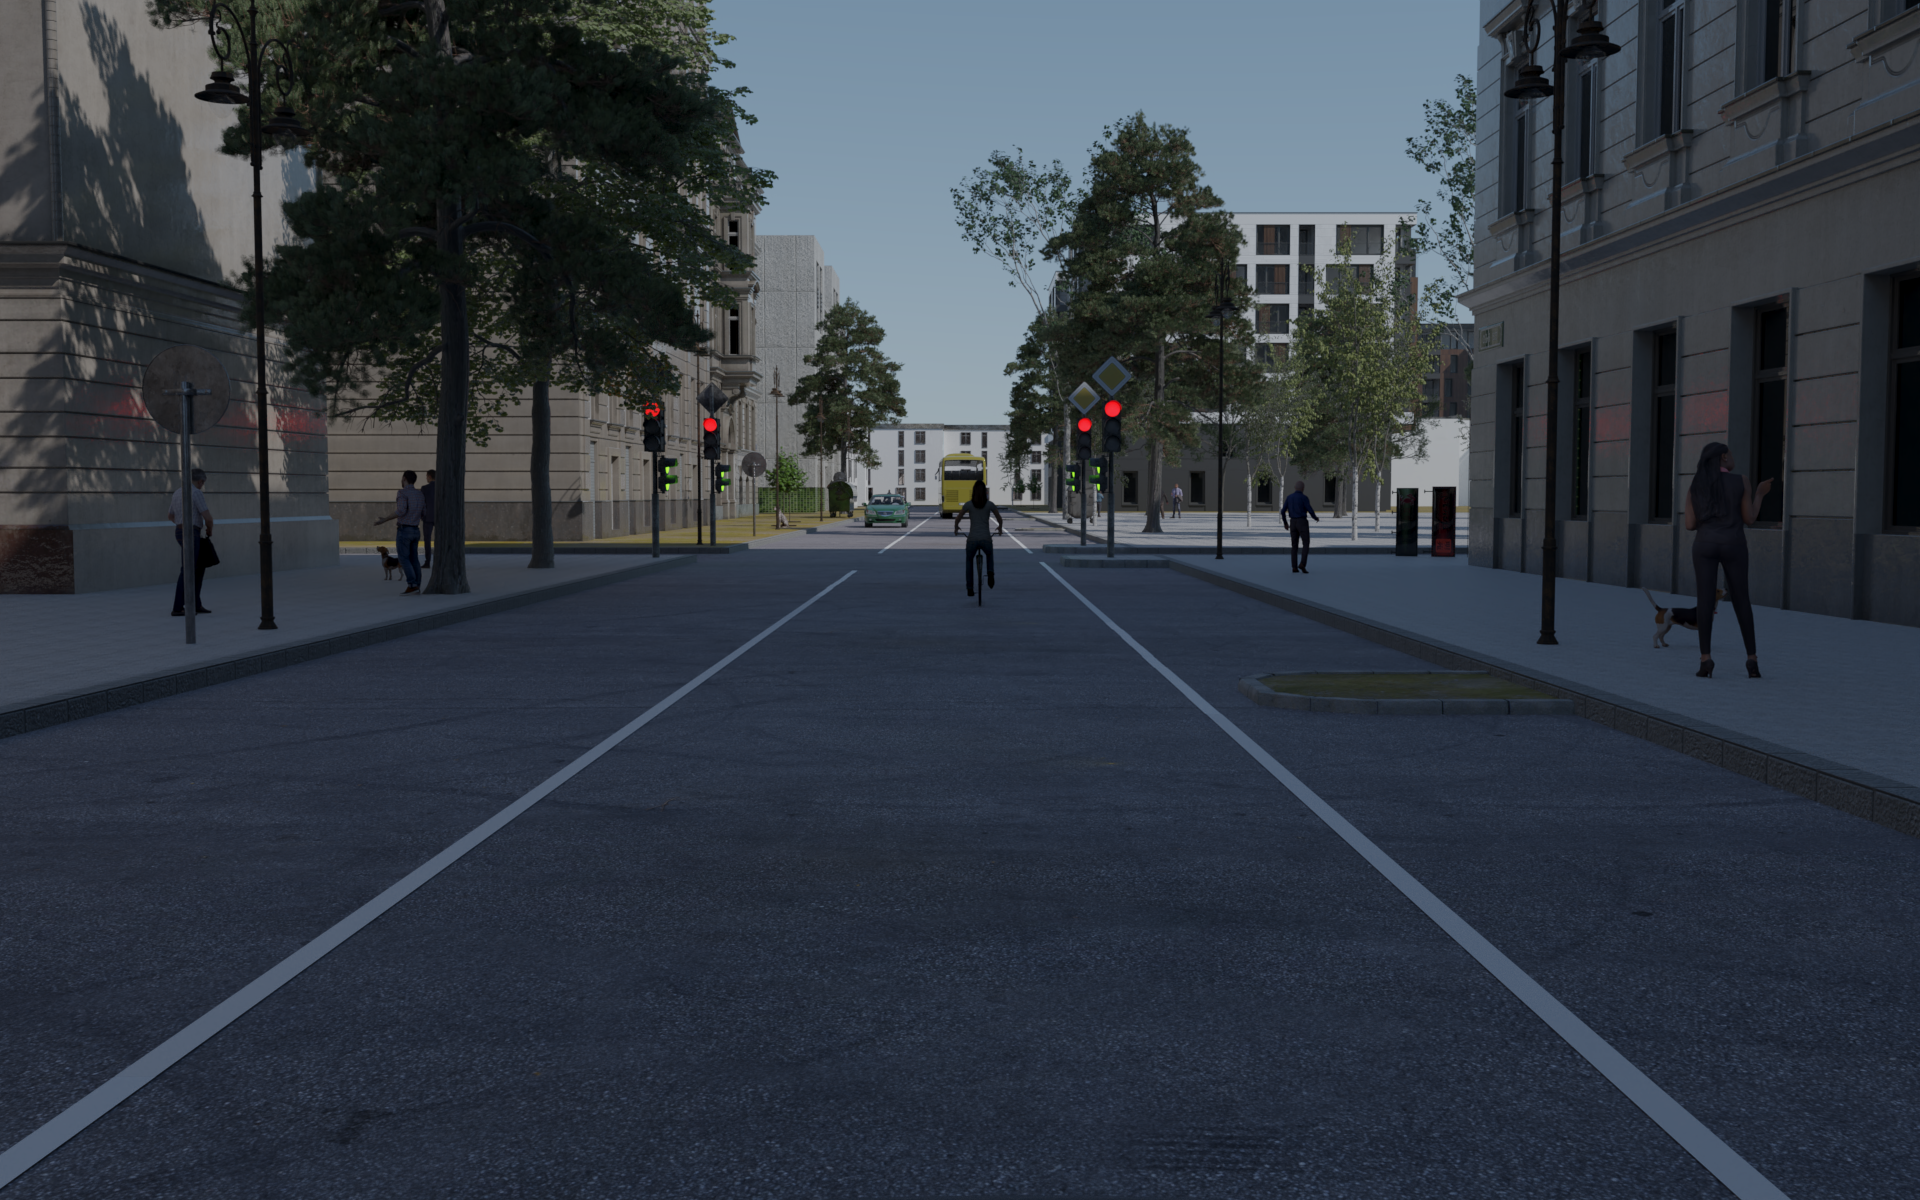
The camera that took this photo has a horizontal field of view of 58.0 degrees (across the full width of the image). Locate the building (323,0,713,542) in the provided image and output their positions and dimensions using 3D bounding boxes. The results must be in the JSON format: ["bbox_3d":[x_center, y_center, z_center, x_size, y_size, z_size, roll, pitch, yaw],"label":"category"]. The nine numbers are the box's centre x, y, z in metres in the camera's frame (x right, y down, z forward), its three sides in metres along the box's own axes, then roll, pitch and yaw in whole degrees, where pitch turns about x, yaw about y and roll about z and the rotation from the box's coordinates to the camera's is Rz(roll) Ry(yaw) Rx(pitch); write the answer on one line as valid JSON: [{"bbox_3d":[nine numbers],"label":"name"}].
[{"bbox_3d":[-15.809,-15.952,58.084,12.463,27.353,25.104,0,3,0],"label":"building"}]

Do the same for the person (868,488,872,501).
[{"bbox_3d":[-7.475,-8.494,144.937,0.705,1.821,1.348,-1,4,-9],"label":"person"}]

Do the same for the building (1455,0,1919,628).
[{"bbox_3d":[17.010,-14.222,8.943,17.030,29.872,44.131,0,3,0],"label":"building"}]

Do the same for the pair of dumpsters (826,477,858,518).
[{"bbox_3d":[-6.517,-5.677,95.319,1.574,2.255,4.436,0,3,0],"label":"pair of dumpsters"}]

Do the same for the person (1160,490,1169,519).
[{"bbox_3d":[10.281,-5.072,89.515,0.990,1.755,0.434,0,4,6],"label":"person"}]

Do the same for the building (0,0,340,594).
[{"bbox_3d":[-20.374,-9.887,26.275,19.286,19.102,10.561,0,3,0],"label":"building"}]

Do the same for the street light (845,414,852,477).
[{"bbox_3d":[-6.413,-7.776,99.926,0.468,5.910,1.993,0,3,0],"label":"street light"}]

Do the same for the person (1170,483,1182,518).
[{"bbox_3d":[11.293,-5.187,90.723,0.709,1.838,0.599,2,4,26],"label":"person"}]

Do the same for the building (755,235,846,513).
[{"bbox_3d":[-18.274,-16.380,134.278,16.747,18.905,31.486,0,3,0],"label":"building"}]

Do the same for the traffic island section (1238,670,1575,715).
[{"bbox_3d":[3.020,0.649,12.248,1.991,0.108,1.994,0,3,0],"label":"traffic island section"}]

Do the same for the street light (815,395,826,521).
[{"bbox_3d":[-6.494,-6.619,81.012,0.468,5.910,1.993,0,3,0],"label":"street light"}]

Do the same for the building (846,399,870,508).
[{"bbox_3d":[-14.161,-13.600,164.513,9.099,9.664,28.070,0,3,0],"label":"building"}]

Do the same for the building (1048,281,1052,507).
[{"bbox_3d":[22.722,-20.235,174.821,27.936,21.610,32.646,0,3,0],"label":"building"}]

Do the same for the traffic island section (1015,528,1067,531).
[{"bbox_3d":[3.137,-2.740,67.671,1.991,0.108,1.994,0,3,0],"label":"traffic island section"}]

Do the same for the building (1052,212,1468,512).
[{"bbox_3d":[22.615,-18.233,142.082,27.936,21.610,32.646,0,3,0],"label":"building"}]

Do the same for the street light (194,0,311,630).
[{"bbox_3d":[-6.576,-2.660,16.275,0.468,5.910,1.993,0,3,0],"label":"street light"}]

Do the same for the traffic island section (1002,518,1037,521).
[{"bbox_3d":[3.193,-4.388,94.615,1.991,0.108,1.994,0,3,0],"label":"traffic island section"}]

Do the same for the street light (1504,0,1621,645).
[{"bbox_3d":[5.029,-2.560,14.645,0.468,5.910,1.993,0,3,0],"label":"street light"}]

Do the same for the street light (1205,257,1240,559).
[{"bbox_3d":[5.113,-3.741,33.948,0.468,5.910,1.993,0,3,0],"label":"street light"}]

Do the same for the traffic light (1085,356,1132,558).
[{"bbox_3d":[3.029,-2.793,34.909,0.839,4.213,0.868,0,3,0],"label":"traffic light"}]

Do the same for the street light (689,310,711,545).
[{"bbox_3d":[-6.585,-4.334,43.654,0.468,5.910,1.993,0,3,0],"label":"street light"}]

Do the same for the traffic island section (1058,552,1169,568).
[{"bbox_3d":[3.069,-0.779,35.021,2.009,0.180,2.903,0,3,0],"label":"traffic island section"}]

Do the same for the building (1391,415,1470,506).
[{"bbox_3d":[52.856,-15.012,187.585,28.070,9.664,9.099,0,3,0],"label":"building"}]

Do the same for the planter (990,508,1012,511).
[{"bbox_3d":[3.303,-7.565,144.820,1.991,0.319,1.994,0,3,0],"label":"planter"}]

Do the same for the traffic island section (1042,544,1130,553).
[{"bbox_3d":[3.086,-1.268,43.007,2.009,0.180,2.903,0,3,0],"label":"traffic island section"}]

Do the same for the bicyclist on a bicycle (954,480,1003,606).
[{"bbox_3d":[0.252,-0.769,22.601,1.499,1.676,1.625,0,4,1],"label":"bicyclist on a bicycle"}]

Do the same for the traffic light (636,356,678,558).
[{"bbox_3d":[-6.133,-2.793,34.913,0.839,4.213,0.868,0,3,0],"label":"traffic light"}]

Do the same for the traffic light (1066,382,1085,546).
[{"bbox_3d":[3.046,-3.281,42.894,0.839,4.213,0.868,0,3,0],"label":"traffic light"}]

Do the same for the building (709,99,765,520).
[{"bbox_3d":[-17.457,-16.449,88.026,14.460,24.649,34.723,0,3,0],"label":"building"}]

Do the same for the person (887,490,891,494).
[{"bbox_3d":[-7.012,-10.184,173.331,1.217,1.735,0.721,-3,5,-41],"label":"person"}]

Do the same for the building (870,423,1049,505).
[{"bbox_3d":[-1.995,-16.391,210.133,28.070,9.664,9.099,0,3,0],"label":"building"}]

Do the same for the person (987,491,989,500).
[{"bbox_3d":[2.302,-8.457,147.715,0.436,1.711,0.756,3,5,42],"label":"person"}]

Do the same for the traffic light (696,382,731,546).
[{"bbox_3d":[-6.115,-3.282,42.898,0.839,4.213,0.868,0,3,0],"label":"traffic light"}]

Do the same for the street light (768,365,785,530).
[{"bbox_3d":[-6.563,-5.466,62.155,0.468,5.910,1.993,0,3,0],"label":"street light"}]

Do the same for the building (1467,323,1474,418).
[{"bbox_3d":[61.026,-22.865,217.819,32.646,21.610,27.936,0,3,0],"label":"building"}]
